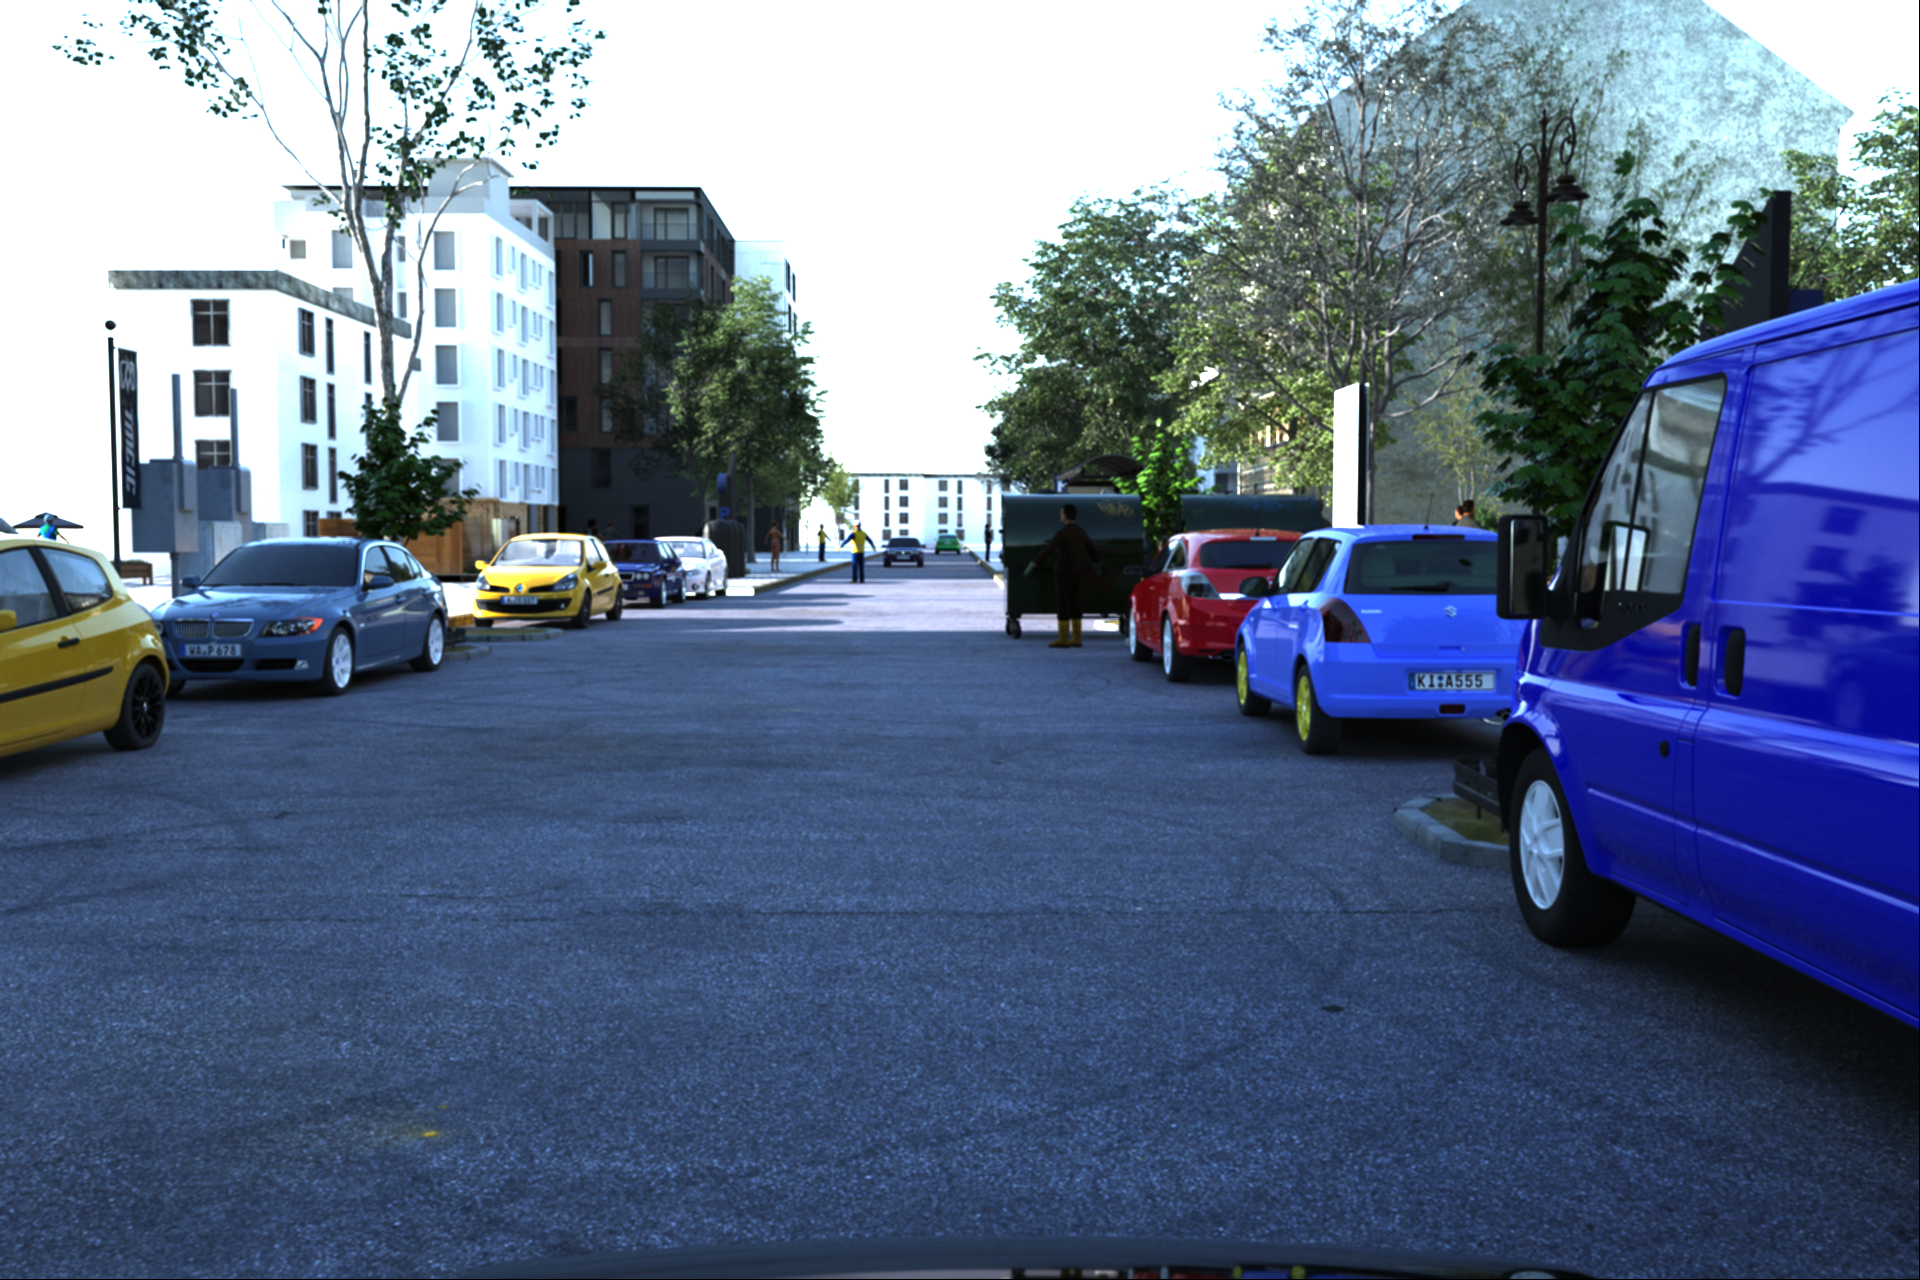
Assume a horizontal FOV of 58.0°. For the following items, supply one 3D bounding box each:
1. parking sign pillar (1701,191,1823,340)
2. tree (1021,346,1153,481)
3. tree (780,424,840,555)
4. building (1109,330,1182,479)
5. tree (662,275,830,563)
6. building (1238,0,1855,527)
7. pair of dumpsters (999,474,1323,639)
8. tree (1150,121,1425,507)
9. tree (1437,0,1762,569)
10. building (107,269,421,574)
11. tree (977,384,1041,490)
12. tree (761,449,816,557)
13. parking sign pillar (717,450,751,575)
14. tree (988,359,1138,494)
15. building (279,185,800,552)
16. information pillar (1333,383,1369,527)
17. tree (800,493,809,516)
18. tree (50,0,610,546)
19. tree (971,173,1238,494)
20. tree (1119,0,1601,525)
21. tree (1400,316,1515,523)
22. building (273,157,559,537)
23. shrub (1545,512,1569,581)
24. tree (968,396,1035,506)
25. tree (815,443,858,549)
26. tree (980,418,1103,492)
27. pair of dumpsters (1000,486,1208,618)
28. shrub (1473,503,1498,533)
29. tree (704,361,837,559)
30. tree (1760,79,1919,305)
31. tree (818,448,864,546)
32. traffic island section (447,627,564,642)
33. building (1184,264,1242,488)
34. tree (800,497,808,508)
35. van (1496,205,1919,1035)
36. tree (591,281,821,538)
[{"bbox_3d":[6.578,-1.582,14.340,1.447,3.967,1.447,0,4,0],"label":"parking sign pillar"},{"bbox_3d":[6.209,-8.798,78.264,7.601,10.594,8.767,-2,4,-34],"label":"tree"},{"bbox_3d":[-9.513,-9.625,107.734,4.737,8.622,4.395,0,3,0],"label":"tree"},{"bbox_3d":[23.486,-20.320,163.157,19.493,23.208,18.063,0,4,-1],"label":"building"},{"bbox_3d":[-9.316,-9.647,75.850,7.486,12.596,7.792,0,3,0],"label":"tree"},{"bbox_3d":[22.300,-14.702,71.307,19.493,23.208,18.063,0,4,0],"label":"building"},{"bbox_3d":[2.756,-1.178,24.213,4.436,2.255,1.574,0,4,-1],"label":"pair of dumpsters"},{"bbox_3d":[9.256,-7.982,48.631,7.486,12.596,7.792,0,3,0],"label":"tree"},{"bbox_3d":[8.593,-4.544,24.657,4.360,8.622,3.978,0,3,0],"label":"tree"},{"bbox_3d":[-26.391,-7.766,69.122,9.099,9.664,28.070,0,4,-1],"label":"building"},{"bbox_3d":[6.030,-13.169,125.679,12.009,13.543,11.850,0,3,0],"label":"tree"},{"bbox_3d":[-9.777,-8.948,96.655,4.360,8.622,3.978,0,3,0],"label":"tree"},{"bbox_3d":[-7.394,-4.075,55.092,1.447,3.967,1.447,0,4,1],"label":"parking sign pillar"},{"bbox_3d":[5.689,-9.473,89.292,8.767,10.594,7.601,0,4,1],"label":"tree"},{"bbox_3d":[-26.070,-16.771,118.182,27.936,21.610,32.646,0,4,-1],"label":"building"},{"bbox_3d":[6.260,-2.232,27.801,0.184,3.620,1.656,0,4,0],"label":"information pillar"},{"bbox_3d":[-22.427,-17.576,237.733,4.737,8.622,4.395,0,3,0],"label":"tree"},{"bbox_3d":[-13.096,-10.992,35.616,12.611,20.169,13.585,0,3,0],"label":"tree"},{"bbox_3d":[5.251,-9.490,61.811,9.857,13.997,8.962,0,3,0],"label":"tree"},{"bbox_3d":[8.553,-7.704,36.325,12.009,13.543,11.850,0,3,0],"label":"tree"},{"bbox_3d":[16.681,-6.505,56.725,4.360,8.622,3.978,0,3,0],"label":"tree"},{"bbox_3d":[-28.463,-14.181,88.276,16.016,20.090,11.380,0,4,0],"label":"building"},{"bbox_3d":[16.100,-2.639,47.573,1.690,2.028,1.600,0,3,0],"label":"shrub"},{"bbox_3d":[5.801,-14.329,144.648,12.009,13.543,11.850,0,3,0],"label":"tree"},{"bbox_3d":[-9.941,-11.597,139.973,4.737,8.622,4.395,0,3,0],"label":"tree"},{"bbox_3d":[4.963,-10.020,98.246,8.767,10.594,7.601,1,4,17],"label":"tree"},{"bbox_3d":[2.903,-1.519,29.782,4.436,2.255,1.574,0,3,0],"label":"pair of dumpsters"},{"bbox_3d":[12.980,-2.404,43.350,1.661,2.075,1.752,0,3,0],"label":"shrub"},{"bbox_3d":[-9.780,-9.403,88.155,7.601,10.594,8.767,-2,4,-35],"label":"tree"},{"bbox_3d":[26.434,-8.677,48.532,9.857,13.997,8.962,0,3,0],"label":"tree"},{"bbox_3d":[-10.137,-11.931,145.431,4.737,8.622,4.395,0,3,0],"label":"tree"},{"bbox_3d":[-6.590,-0.069,24.000,1.991,0.108,1.994,0,3,0],"label":"traffic island section"},{"bbox_3d":[20.612,-16.032,118.545,16.016,20.090,11.380,0,4,0],"label":"building"},{"bbox_3d":[-22.082,-17.263,232.610,4.360,8.622,3.978,0,3,0],"label":"tree"},{"bbox_3d":[2.959,0.006,4.294,2.240,2.365,5.245,0,4,-1],"label":"van"},{"bbox_3d":[-9.286,-7.881,63.260,8.767,10.594,7.601,0,4,-7],"label":"tree"}]
